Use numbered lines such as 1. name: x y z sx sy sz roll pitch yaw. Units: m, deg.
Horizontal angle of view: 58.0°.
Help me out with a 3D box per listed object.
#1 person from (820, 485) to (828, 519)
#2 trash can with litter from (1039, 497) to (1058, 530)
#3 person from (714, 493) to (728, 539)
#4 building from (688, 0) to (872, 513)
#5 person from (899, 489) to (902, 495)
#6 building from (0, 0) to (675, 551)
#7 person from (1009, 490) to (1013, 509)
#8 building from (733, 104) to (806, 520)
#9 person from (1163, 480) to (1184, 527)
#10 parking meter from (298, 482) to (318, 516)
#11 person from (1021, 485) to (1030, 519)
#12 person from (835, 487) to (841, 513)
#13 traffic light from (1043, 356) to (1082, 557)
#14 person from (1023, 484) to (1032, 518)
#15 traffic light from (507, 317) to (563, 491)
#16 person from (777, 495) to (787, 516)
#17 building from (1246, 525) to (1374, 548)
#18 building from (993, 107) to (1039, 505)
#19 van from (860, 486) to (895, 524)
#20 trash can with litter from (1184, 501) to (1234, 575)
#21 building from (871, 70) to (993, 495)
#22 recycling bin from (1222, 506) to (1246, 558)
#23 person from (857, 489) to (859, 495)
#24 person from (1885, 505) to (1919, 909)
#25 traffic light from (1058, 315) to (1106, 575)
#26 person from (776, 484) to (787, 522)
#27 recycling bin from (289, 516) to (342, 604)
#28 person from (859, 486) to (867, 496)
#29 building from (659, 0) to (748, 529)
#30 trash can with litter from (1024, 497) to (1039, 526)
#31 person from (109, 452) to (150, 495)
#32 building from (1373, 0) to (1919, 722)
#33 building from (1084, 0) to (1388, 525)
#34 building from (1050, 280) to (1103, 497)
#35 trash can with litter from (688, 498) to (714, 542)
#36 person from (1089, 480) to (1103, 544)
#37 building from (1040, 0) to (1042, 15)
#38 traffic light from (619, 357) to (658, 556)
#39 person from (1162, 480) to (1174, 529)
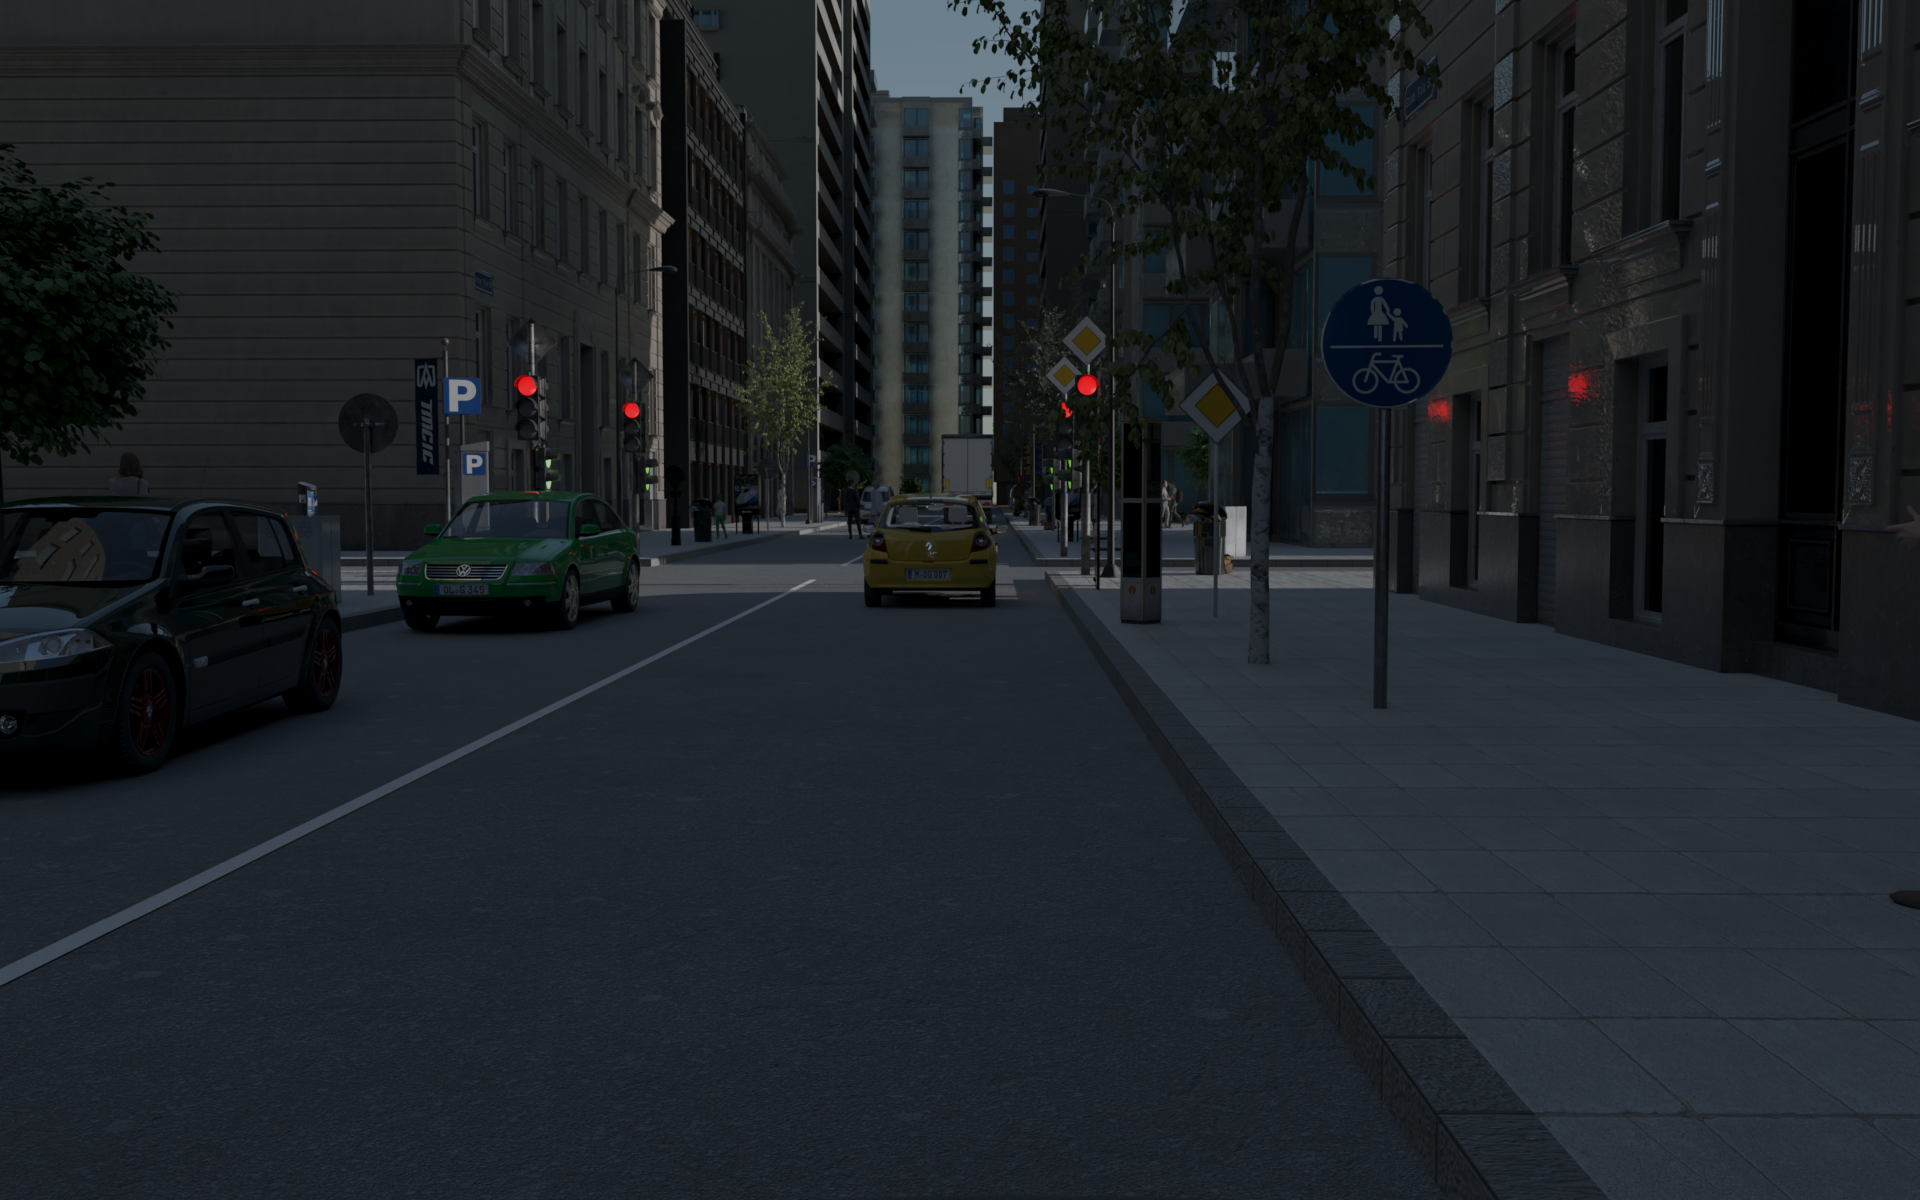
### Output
1. person: -7.133 -5.095 89.938 0.643 1.750 0.593 -1 4 -10
2. trash can with litter: 3.294 -3.099 62.056 0.624 1.170 1.055 1 4 9
3. person: -6.802 -2.379 49.193 0.306 1.304 0.590 -2 4 -35
4. building: -18.721 -31.805 143.709 21.300 48.544 21.600 0 4 1
5. person: -6.189 -10.714 181.199 0.705 1.826 1.348 0 4 4
6. building: -16.545 -15.472 50.226 12.463 27.353 25.104 0 4 1
7. person: 4.344 -8.499 145.662 0.551 1.740 0.621 2 4 31
8. building: -16.018 -15.286 91.730 13.314 21.916 24.055 0 4 1
9. person: 8.251 -3.725 66.908 0.822 1.834 0.622 1 4 21
10. parking meter: -13.153 -1.624 34.960 0.372 1.533 0.369 0 3 0
11. person: 3.447 -4.980 88.297 0.643 1.720 0.563 0 4 4
12. person: -8.080 -6.667 114.687 0.705 1.869 1.348 -1 4 -11
13. traffic light: 2.113 -2.843 35.406 0.839 4.253 0.868 0 4 1
14. person: 3.668 -5.080 89.224 0.853 1.813 0.709 -1 4 -13
15. traffic light: -6.783 -2.363 27.555 0.839 4.253 0.868 0 4 1
16. person: -7.289 -3.683 70.943 0.352 1.250 0.332 -2 4 -25
17. building: 21.215 -26.250 48.799 30.456 49.044 23.786 0 4 1
18. building: 11.020 -33.868 203.854 14.200 45.320 14.600 0 4 1
19. van: -4.032 -4.730 84.348 2.013 2.044 4.112 0 4 2
20. trash can with litter: 4.017 -1.000 27.736 0.624 1.170 1.055 2 4 24
21. building: -11.328 -36.006 208.305 30.456 49.044 23.786 0 4 1
22. recycling bin: 5.336 -1.389 35.267 0.722 1.027 0.722 -3 5 -42
23. person: -7.917 -7.660 131.956 0.621 1.740 0.551 0 4 3
24. person: 3.194 0.055 5.337 0.606 1.804 0.583 -2 4 -35
25. traffic light: 1.977 -2.355 27.422 0.839 4.253 0.868 0 4 1
26. person: -8.361 -4.540 80.758 0.515 1.767 0.782 1 4 17
27. recycling bin: -7.646 -0.460 20.076 0.722 1.027 0.722 0 4 -1
28. person: -6.829 -7.316 125.292 1.348 1.869 0.705 0 4 -6
29. building: -16.034 -14.789 71.480 12.332 23.373 15.834 0 4 1
30. trash can with litter: 3.125 -3.564 69.658 1.055 1.170 0.624 -3 5 -40
31. person: -9.281 -0.784 19.454 0.593 1.750 0.643 0 4 4
32. building: 11.066 -13.049 10.612 12.463 27.353 25.104 0 4 1
33. building: 18.325 -29.040 94.414 23.786 49.044 30.456 0 4 1
34. building: 22.964 -26.582 126.500 32.217 40.220 23.993 0 4 1
35. trash can with litter: -6.938 -2.150 46.535 0.624 1.170 1.055 0 4 -3
36. person: 3.438 -2.368 45.028 0.573 1.790 0.520 -3 5 -39
37. building: 17.769 -32.151 149.368 21.300 48.544 21.600 0 4 1
38. traffic light: -6.647 -2.851 35.539 0.839 4.253 0.868 0 4 1
39. person: 7.653 -3.553 64.339 0.583 1.804 0.606 1 4 20
